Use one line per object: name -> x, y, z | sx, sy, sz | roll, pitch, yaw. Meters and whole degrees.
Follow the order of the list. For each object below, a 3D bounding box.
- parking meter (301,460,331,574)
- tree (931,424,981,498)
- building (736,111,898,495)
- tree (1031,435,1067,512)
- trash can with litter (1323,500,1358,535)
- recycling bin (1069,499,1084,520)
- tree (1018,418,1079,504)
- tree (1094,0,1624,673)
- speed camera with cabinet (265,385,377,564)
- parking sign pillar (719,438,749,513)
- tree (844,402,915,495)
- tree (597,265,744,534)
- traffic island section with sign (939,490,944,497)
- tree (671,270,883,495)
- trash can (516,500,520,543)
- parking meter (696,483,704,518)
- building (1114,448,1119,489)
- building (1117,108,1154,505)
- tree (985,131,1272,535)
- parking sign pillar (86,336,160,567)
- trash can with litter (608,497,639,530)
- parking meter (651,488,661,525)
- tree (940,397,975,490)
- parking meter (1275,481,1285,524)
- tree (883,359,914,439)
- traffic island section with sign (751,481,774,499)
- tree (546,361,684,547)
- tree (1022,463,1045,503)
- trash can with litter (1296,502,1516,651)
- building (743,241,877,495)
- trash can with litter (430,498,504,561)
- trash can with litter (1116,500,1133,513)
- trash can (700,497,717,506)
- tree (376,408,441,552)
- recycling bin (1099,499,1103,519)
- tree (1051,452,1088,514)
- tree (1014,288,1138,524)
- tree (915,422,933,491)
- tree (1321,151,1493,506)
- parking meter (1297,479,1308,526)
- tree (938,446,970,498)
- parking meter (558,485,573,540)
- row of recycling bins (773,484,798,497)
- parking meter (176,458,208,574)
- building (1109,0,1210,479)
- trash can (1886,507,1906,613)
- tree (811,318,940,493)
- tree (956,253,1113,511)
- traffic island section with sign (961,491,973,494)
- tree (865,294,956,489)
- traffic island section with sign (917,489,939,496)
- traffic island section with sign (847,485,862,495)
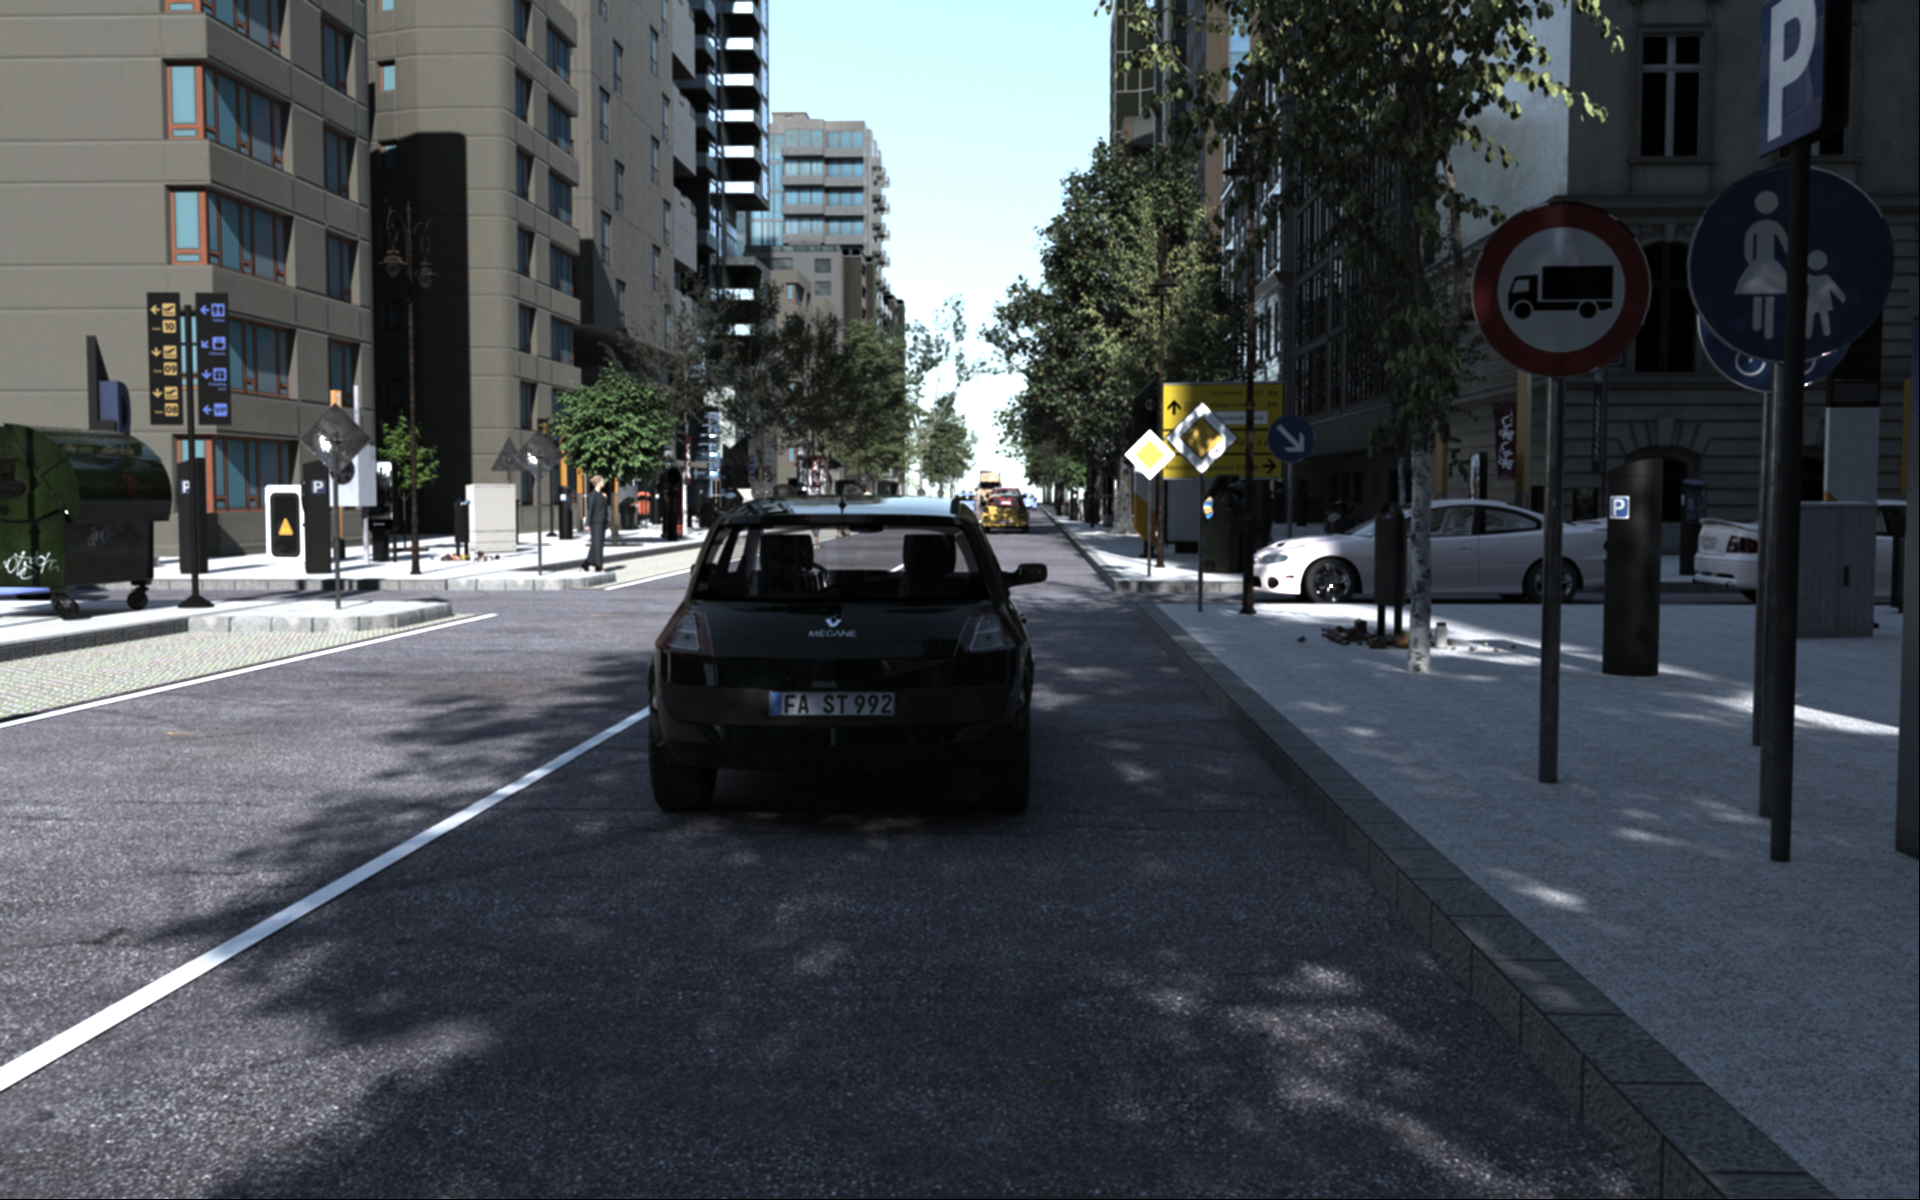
parking meter -> -10.385, -1.359, 27.925 | 0.399, 1.863, 0.255 | -2, 4, -34
tree -> -1.119, -19.546, 245.336 | 9.928, 11.665, 9.643 | 0, 3, 0
building -> -20.543, -36.961, 223.917 | 23.786, 49.044, 30.456 | 0, 4, 2
tree -> 6.944, -10.518, 122.335 | 4.360, 8.622, 3.978 | 0, 3, 0
trash can with litter -> 6.552, -1.173, 30.564 | 0.624, 1.170, 1.055 | -1, 4, -17
recycling bin -> 5.743, -4.413, 84.699 | 0.722, 1.027, 0.722 | -1, 4, -9
tree -> 12.590, -19.410, 243.104 | 9.928, 11.665, 9.643 | 0, 3, 0
tree -> 3.081, -3.784, 12.231 | 4.737, 8.622, 4.395 | 0, 3, 0
speed camera with cabinet -> -11.703, -2.283, 31.669 | 2.038, 3.252, 0.660 | 1, 4, 18
parking sign pillar -> -10.197, -5.498, 78.358 | 1.447, 3.967, 1.447 | -3, 5, -43
tree -> -6.118, -10.410, 120.568 | 4.737, 8.622, 4.395 | 0, 3, 0
tree -> -9.018, -6.407, 55.118 | 4.360, 8.622, 3.978 | 0, 3, 0
traffic island section with sign -> -1.655, -8.862, 153.519 | 1.989, 1.847, 2.006 | 0, 4, 2
tree -> -8.087, -8.390, 71.587 | 8.767, 10.594, 7.601 | 0, 4, 3
trash can -> -11.383, -1.941, 43.389 | 0.748, 1.137, 0.748 | 0, 3, 0
parking meter -> -13.854, -5.296, 92.293 | 0.399, 1.863, 0.255 | -3, 5, -45
building -> 31.210, -36.957, 223.852 | 23.786, 49.044, 30.456 | 0, 4, 2
building -> 25.542, -33.723, 201.487 | 14.600, 45.320, 14.200 | 0, 4, 2
tree -> 5.375, -8.437, 54.945 | 9.611, 12.733, 9.660 | 0, 3, 0
parking sign pillar -> -14.818, -2.553, 30.219 | 1.447, 3.967, 1.447 | -1, 4, -15
trash can with litter -> -11.945, -3.063, 61.463 | 0.624, 1.170, 1.055 | 2, 4, 34
parking meter -> -12.801, -3.948, 72.953 | 0.372, 1.533, 0.369 | 0, 3, 0
tree -> -2.101, -17.376, 202.228 | 7.486, 12.596, 7.792 | 0, 3, 0
parking meter -> 13.876, -4.247, 75.155 | 0.399, 1.863, 0.255 | 1, 4, 17
tree -> -6.484, -9.248, 85.625 | 8.767, 10.594, 7.601 | 0, 4, -8
traffic island section with sign -> -5.724, -2.535, 50.071 | 1.989, 1.847, 2.006 | 0, 4, 2
tree -> -8.517, -3.622, 42.934 | 4.285, 4.588, 4.351 | 0, 3, 0
tree -> 12.693, -20.522, 253.656 | 7.486, 12.596, 7.792 | 0, 3, 0
trash can with litter -> 3.753, -0.249, 15.134 | 1.678, 1.210, 2.233 | 0, 4, -2
building -> -17.300, -26.324, 202.100 | 14.160, 30.474, 14.107 | 0, 4, 2
trash can with litter -> -9.557, -1.405, 34.033 | 1.678, 1.210, 2.233 | 0, 4, 2
trash can with litter -> 6.583, -3.489, 68.425 | 0.624, 1.170, 1.055 | 1, 4, 19
trash can -> -11.075, -3.962, 76.436 | 0.748, 1.137, 0.748 | 0, 3, 0
tree -> -12.625, -2.711, 38.927 | 1.663, 3.219, 1.824 | 0, 3, 0
recycling bin -> 7.105, -4.629, 88.244 | 0.722, 1.027, 0.722 | -3, 5, -41
tree -> 7.572, -7.893, 112.767 | 4.285, 4.588, 4.351 | 0, 3, 0
tree -> 6.106, -8.577, 74.643 | 7.601, 10.594, 8.767 | 3, 5, 43
tree -> -4.392, -11.160, 132.826 | 4.737, 8.622, 4.395 | 0, 3, 0
tree -> 9.521, -5.285, 36.767 | 4.360, 8.622, 3.978 | 0, 3, 0
parking meter -> 13.633, -3.872, 69.010 | 0.399, 1.863, 0.255 | -3, 5, -39
tree -> -0.608, -18.497, 252.785 | 4.360, 8.622, 3.978 | 0, 3, 0
parking meter -> -11.116, -2.471, 48.813 | 0.372, 1.533, 0.369 | 0, 3, 0
row of recycling bins -> -7.233, -3.939, 71.516 | 1.069, 1.692, 3.534 | 0, 4, -2
parking meter -> -12.376, -1.357, 27.906 | 0.399, 1.863, 0.255 | 1, 4, 13
building -> 29.914, -49.593, 249.097 | 20.563, 71.187, 20.611 | 0, 4, 2
trash can -> 10.378, -0.428, 18.647 | 0.748, 1.137, 0.748 | 0, 3, 0
tree -> -6.045, -11.871, 112.219 | 7.486, 12.596, 7.792 | 0, 3, 0
tree -> 6.973, -16.888, 132.008 | 12.611, 20.169, 13.585 | 0, 3, 0
traffic island section with sign -> 1.561, -13.858, 235.213 | 1.989, 1.847, 2.006 | 0, 4, 2
tree -> -2.469, -18.794, 163.171 | 12.611, 20.169, 13.585 | 0, 3, 0
traffic island section with sign -> -2.753, -7.163, 125.736 | 1.989, 1.847, 2.006 | 0, 4, 2
traffic island section with sign -> -4.674, -4.187, 77.085 | 1.989, 1.847, 2.006 | 0, 4, 2
